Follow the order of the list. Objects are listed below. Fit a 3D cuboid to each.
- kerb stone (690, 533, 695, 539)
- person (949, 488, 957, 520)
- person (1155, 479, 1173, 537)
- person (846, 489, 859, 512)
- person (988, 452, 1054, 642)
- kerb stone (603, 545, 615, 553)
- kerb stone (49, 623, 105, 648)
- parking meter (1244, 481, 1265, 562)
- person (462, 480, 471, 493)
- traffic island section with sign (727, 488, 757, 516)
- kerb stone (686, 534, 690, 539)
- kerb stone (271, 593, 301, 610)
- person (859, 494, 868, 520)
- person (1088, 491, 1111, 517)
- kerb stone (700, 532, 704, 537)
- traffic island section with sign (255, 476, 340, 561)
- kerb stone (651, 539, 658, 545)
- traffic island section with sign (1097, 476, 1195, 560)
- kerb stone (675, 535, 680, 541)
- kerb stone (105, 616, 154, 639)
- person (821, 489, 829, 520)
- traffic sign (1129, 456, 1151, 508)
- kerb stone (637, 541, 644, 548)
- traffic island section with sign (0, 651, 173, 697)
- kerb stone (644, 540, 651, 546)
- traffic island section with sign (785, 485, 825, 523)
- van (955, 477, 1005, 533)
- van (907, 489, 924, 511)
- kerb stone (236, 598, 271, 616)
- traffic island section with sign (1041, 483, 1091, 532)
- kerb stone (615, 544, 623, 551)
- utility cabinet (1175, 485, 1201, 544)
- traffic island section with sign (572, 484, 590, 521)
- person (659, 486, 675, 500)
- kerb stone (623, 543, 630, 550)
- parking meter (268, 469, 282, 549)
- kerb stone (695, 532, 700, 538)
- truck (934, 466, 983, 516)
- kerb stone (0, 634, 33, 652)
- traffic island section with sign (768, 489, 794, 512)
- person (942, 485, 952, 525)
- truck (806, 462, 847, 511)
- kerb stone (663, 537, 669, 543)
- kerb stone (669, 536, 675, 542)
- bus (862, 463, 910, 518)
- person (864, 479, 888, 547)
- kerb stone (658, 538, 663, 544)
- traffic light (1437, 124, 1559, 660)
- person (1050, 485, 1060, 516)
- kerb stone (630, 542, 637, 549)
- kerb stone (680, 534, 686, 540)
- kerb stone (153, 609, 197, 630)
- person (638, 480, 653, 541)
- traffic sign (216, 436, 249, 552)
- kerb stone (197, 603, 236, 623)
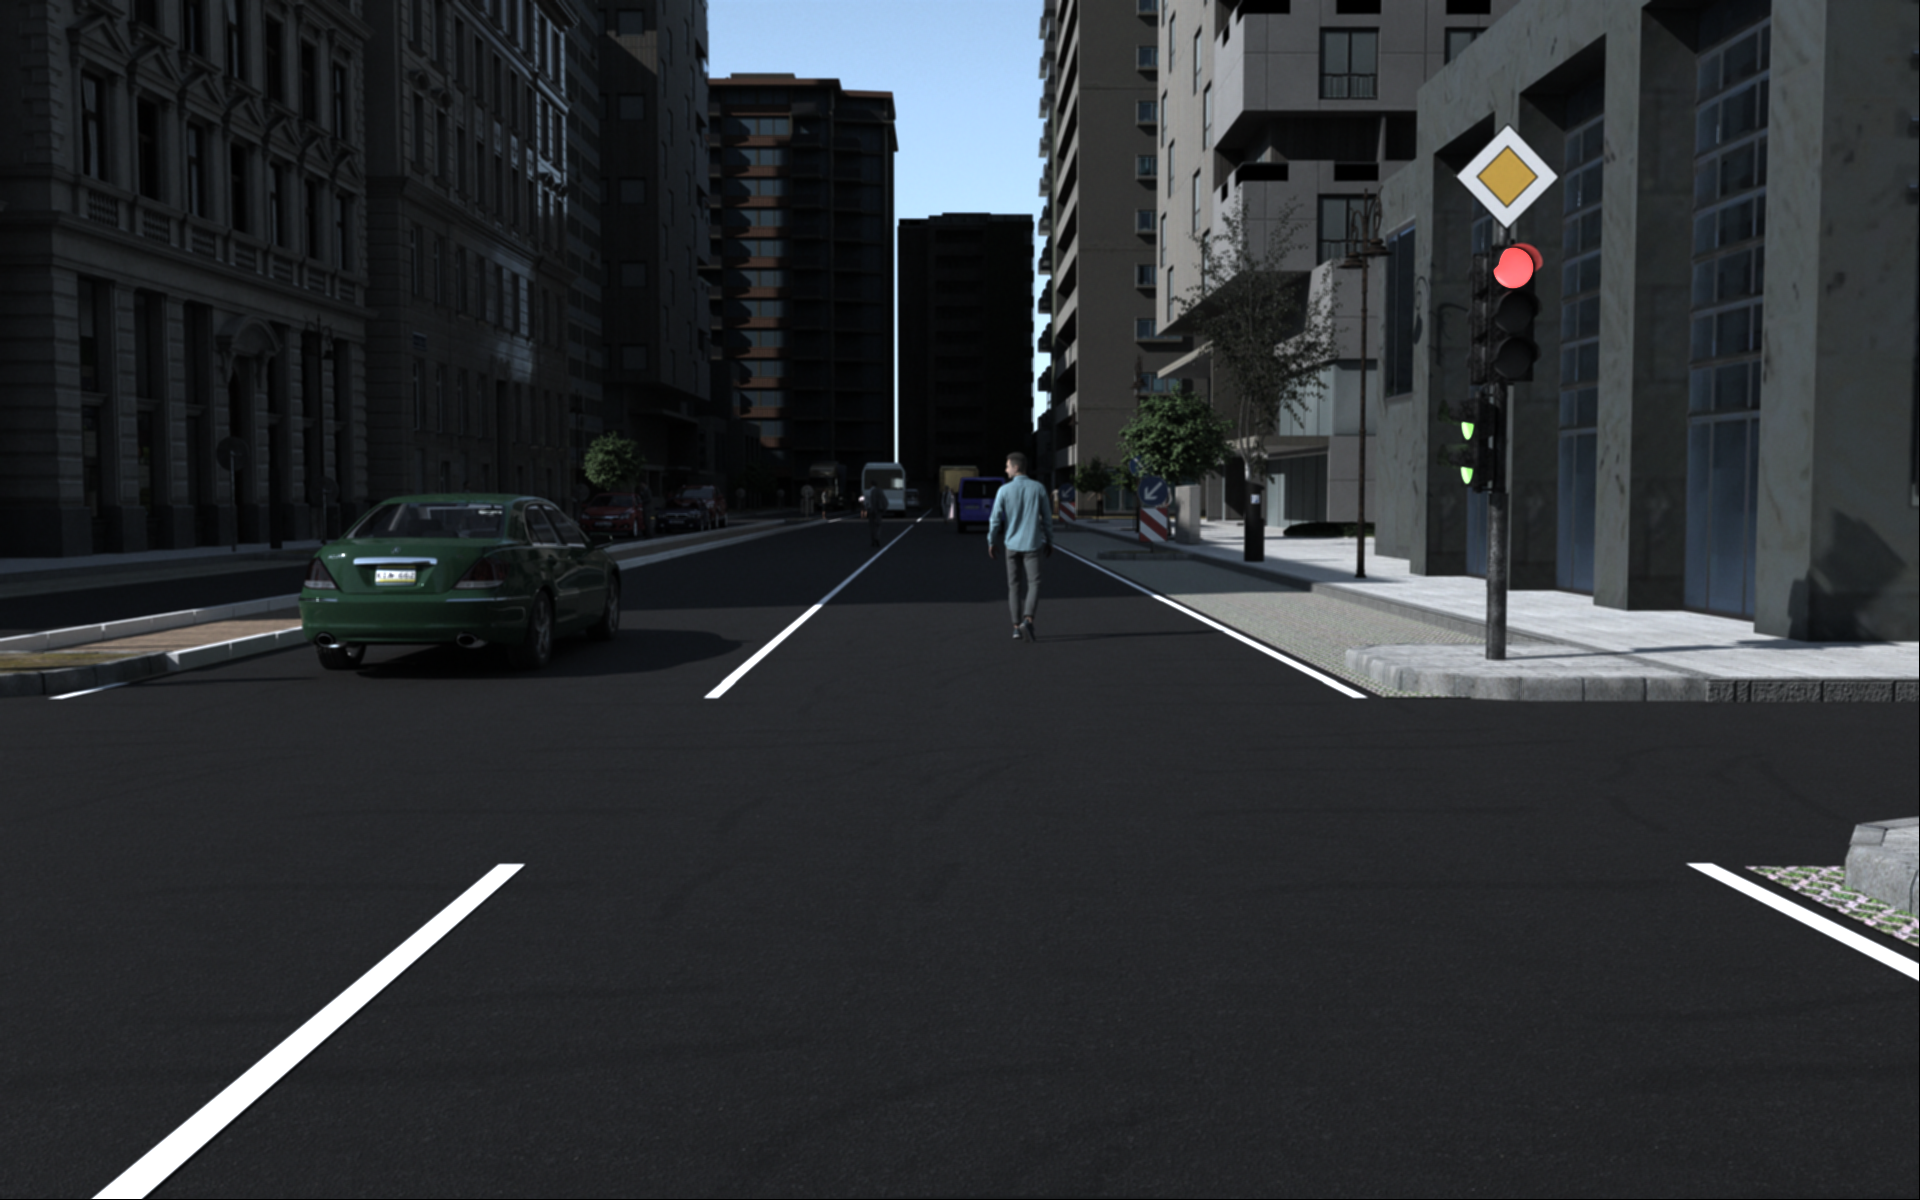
[{"bbox_3d":[-8.690,-2.032,55.422,0.120,0.150,1.000,0,4,0],"label":"kerb stone"},{"bbox_3d":[-0.464,-5.177,93.810,0.551,1.740,0.621,-3,5,-40],"label":"person"},{"bbox_3d":[6.117,-2.796,52.030,0.678,1.792,0.850,2,4,34],"label":"person"},{"bbox_3d":[-8.703,-8.100,141.035,1.348,1.812,0.705,-3,4,-38],"label":"person"},{"bbox_3d":[0.578,-0.530,17.023,0.638,1.841,0.748,1,4,14],"label":"person"},{"bbox_3d":[-8.605,-1.217,42.118,0.120,0.150,1.000,0,4,0],"label":"kerb stone"},{"bbox_3d":[-8.458,0.351,16.455,0.120,0.150,1.000,0,4,0],"label":"kerb stone"},{"bbox_3d":[5.596,-1.499,32.915,0.372,1.533,0.369,0,3,0],"label":"parking meter"},{"bbox_3d":[-16.301,-3.086,57.253,0.466,1.731,0.760,1,4,15],"label":"person"},{"bbox_3d":[-14.565,-6.513,115.120,1.989,1.847,2.006,0,4,0],"label":"traffic island section with sign"},{"bbox_3d":[-8.691,-1.969,54.394,0.120,0.150,1.000,0,4,0],"label":"kerb stone"},{"bbox_3d":[-8.479,0.037,21.591,0.120,0.150,1.000,0,4,0],"label":"kerb stone"},{"bbox_3d":[-5.353,-5.171,96.231,0.799,1.438,0.628,3,5,40],"label":"person"},{"bbox_3d":[7.747,-5.490,95.818,1.348,1.823,0.705,-1,4,-9],"label":"person"},{"bbox_3d":[-8.698,-2.157,57.467,0.120,0.150,1.000,0,4,0],"label":"kerb stone"},{"bbox_3d":[-14.081,-1.793,37.937,1.989,1.847,2.006,0,4,0],"label":"traffic island section with sign"},{"bbox_3d":[-8.643,-1.594,48.260,0.120,0.150,1.000,0,4,0],"label":"kerb stone"},{"bbox_3d":[4.043,-1.799,38.037,1.989,1.847,2.006,0,4,0],"label":"traffic island section with sign"},{"bbox_3d":[-8.673,-1.844,52.348,0.120,0.150,1.000,0,4,0],"label":"kerb stone"},{"bbox_3d":[-8.450,0.288,17.483,0.120,0.150,1.000,0,4,0],"label":"kerb stone"},{"bbox_3d":[-7.425,-5.311,96.117,0.721,1.735,1.217,0,4,6],"label":"person"},{"bbox_3d":[5.617,-3.284,53.792,0.768,2.556,0.104,0,3,0],"label":"traffic sign"},{"bbox_3d":[-8.636,-1.468,46.207,0.120,0.150,1.000,0,4,0],"label":"kerb stone"},{"bbox_3d":[-7.369,-0.299,13.030,2.006,1.907,1.989,0,4,0],"label":"traffic island section with sign"},{"bbox_3d":[-8.641,-1.531,47.235,0.120,0.150,1.000,0,4,0],"label":"kerb stone"},{"bbox_3d":[-7.835,-4.895,88.167,2.006,1.907,1.989,0,4,0],"label":"traffic island section with sign"},{"bbox_3d":[0.885,-3.726,65.307,2.240,2.365,5.245,0,4,1],"label":"van"},{"bbox_3d":[-4.192,-8.759,150.223,2.013,2.044,4.112,0,4,1],"label":"van"},{"bbox_3d":[-8.474,0.101,20.567,0.120,0.150,1.000,0,4,0],"label":"kerb stone"},{"bbox_3d":[3.871,-3.465,65.288,1.989,1.847,2.006,0,4,0],"label":"traffic island section with sign"},{"bbox_3d":[-8.614,-1.281,43.140,0.120,0.150,1.000,0,4,0],"label":"kerb stone"},{"bbox_3d":[5.802,-2.175,44.234,0.318,1.500,1.173,-1,4,-11],"label":"utility cabinet"},{"bbox_3d":[-14.256,-3.441,64.892,1.989,1.847,2.006,0,4,0],"label":"traffic island section with sign"},{"bbox_3d":[-17.329,-5.894,103.093,1.217,1.739,0.721,-1,4,-19],"label":"person"},{"bbox_3d":[-8.622,-1.344,44.162,0.120,0.150,1.000,0,4,0],"label":"kerb stone"},{"bbox_3d":[-15.981,-2.123,40.424,0.255,1.863,0.399,-1,4,-23],"label":"parking meter"},{"bbox_3d":[-8.695,-2.095,56.444,0.120,0.150,1.000,0,4,0],"label":"kerb stone"},{"bbox_3d":[-0.092,-7.478,118.196,3.469,3.379,9.791,0,4,-1],"label":"truck"},{"bbox_3d":[-8.446,0.414,15.428,0.120,0.150,1.000,0,4,0],"label":"kerb stone"},{"bbox_3d":[-14.726,-8.185,142.449,1.989,1.847,2.006,0,4,0],"label":"traffic island section with sign"},{"bbox_3d":[-0.621,-4.476,81.558,0.514,1.842,0.818,0,4,3],"label":"person"},{"bbox_3d":[-11.574,-9.937,151.384,2.839,4.237,11.283,0,4,1],"label":"truck"},{"bbox_3d":[-8.667,-1.712,50.304,0.120,0.150,1.000,0,4,0],"label":"kerb stone"},{"bbox_3d":[-8.673,-1.782,51.326,0.120,0.150,1.000,0,4,0],"label":"kerb stone"},{"bbox_3d":[-4.640,-6.951,108.509,2.948,3.499,13.247,0,4,-1],"label":"bus"},{"bbox_3d":[-2.295,-2.372,47.380,0.679,1.850,0.850,0,4,-2],"label":"person"},{"bbox_3d":[-8.653,-1.657,49.282,0.120,0.150,1.000,0,4,0],"label":"kerb stone"},{"bbox_3d":[4.138,-1.493,13.325,0.839,4.253,0.868,0,4,0],"label":"traffic light"},{"bbox_3d":[5.759,-5.903,102.561,0.705,1.824,1.348,-3,5,-39],"label":"person"},{"bbox_3d":[-8.635,-1.406,45.185,0.120,0.150,1.000,0,4,0],"label":"kerb stone"},{"bbox_3d":[-8.673,-1.907,53.371,0.120,0.150,1.000,0,4,0],"label":"kerb stone"},{"bbox_3d":[-8.466,0.226,18.512,0.120,0.150,1.000,0,4,0],"label":"kerb stone"},{"bbox_3d":[-9.547,-2.703,52.498,0.447,1.846,0.655,-1,4,-23],"label":"person"},{"bbox_3d":[-16.099,-2.337,38.322,0.768,2.556,0.104,0,4,6],"label":"traffic sign"},{"bbox_3d":[-8.468,0.164,19.534,0.120,0.150,1.000,0,4,0],"label":"kerb stone"}]
